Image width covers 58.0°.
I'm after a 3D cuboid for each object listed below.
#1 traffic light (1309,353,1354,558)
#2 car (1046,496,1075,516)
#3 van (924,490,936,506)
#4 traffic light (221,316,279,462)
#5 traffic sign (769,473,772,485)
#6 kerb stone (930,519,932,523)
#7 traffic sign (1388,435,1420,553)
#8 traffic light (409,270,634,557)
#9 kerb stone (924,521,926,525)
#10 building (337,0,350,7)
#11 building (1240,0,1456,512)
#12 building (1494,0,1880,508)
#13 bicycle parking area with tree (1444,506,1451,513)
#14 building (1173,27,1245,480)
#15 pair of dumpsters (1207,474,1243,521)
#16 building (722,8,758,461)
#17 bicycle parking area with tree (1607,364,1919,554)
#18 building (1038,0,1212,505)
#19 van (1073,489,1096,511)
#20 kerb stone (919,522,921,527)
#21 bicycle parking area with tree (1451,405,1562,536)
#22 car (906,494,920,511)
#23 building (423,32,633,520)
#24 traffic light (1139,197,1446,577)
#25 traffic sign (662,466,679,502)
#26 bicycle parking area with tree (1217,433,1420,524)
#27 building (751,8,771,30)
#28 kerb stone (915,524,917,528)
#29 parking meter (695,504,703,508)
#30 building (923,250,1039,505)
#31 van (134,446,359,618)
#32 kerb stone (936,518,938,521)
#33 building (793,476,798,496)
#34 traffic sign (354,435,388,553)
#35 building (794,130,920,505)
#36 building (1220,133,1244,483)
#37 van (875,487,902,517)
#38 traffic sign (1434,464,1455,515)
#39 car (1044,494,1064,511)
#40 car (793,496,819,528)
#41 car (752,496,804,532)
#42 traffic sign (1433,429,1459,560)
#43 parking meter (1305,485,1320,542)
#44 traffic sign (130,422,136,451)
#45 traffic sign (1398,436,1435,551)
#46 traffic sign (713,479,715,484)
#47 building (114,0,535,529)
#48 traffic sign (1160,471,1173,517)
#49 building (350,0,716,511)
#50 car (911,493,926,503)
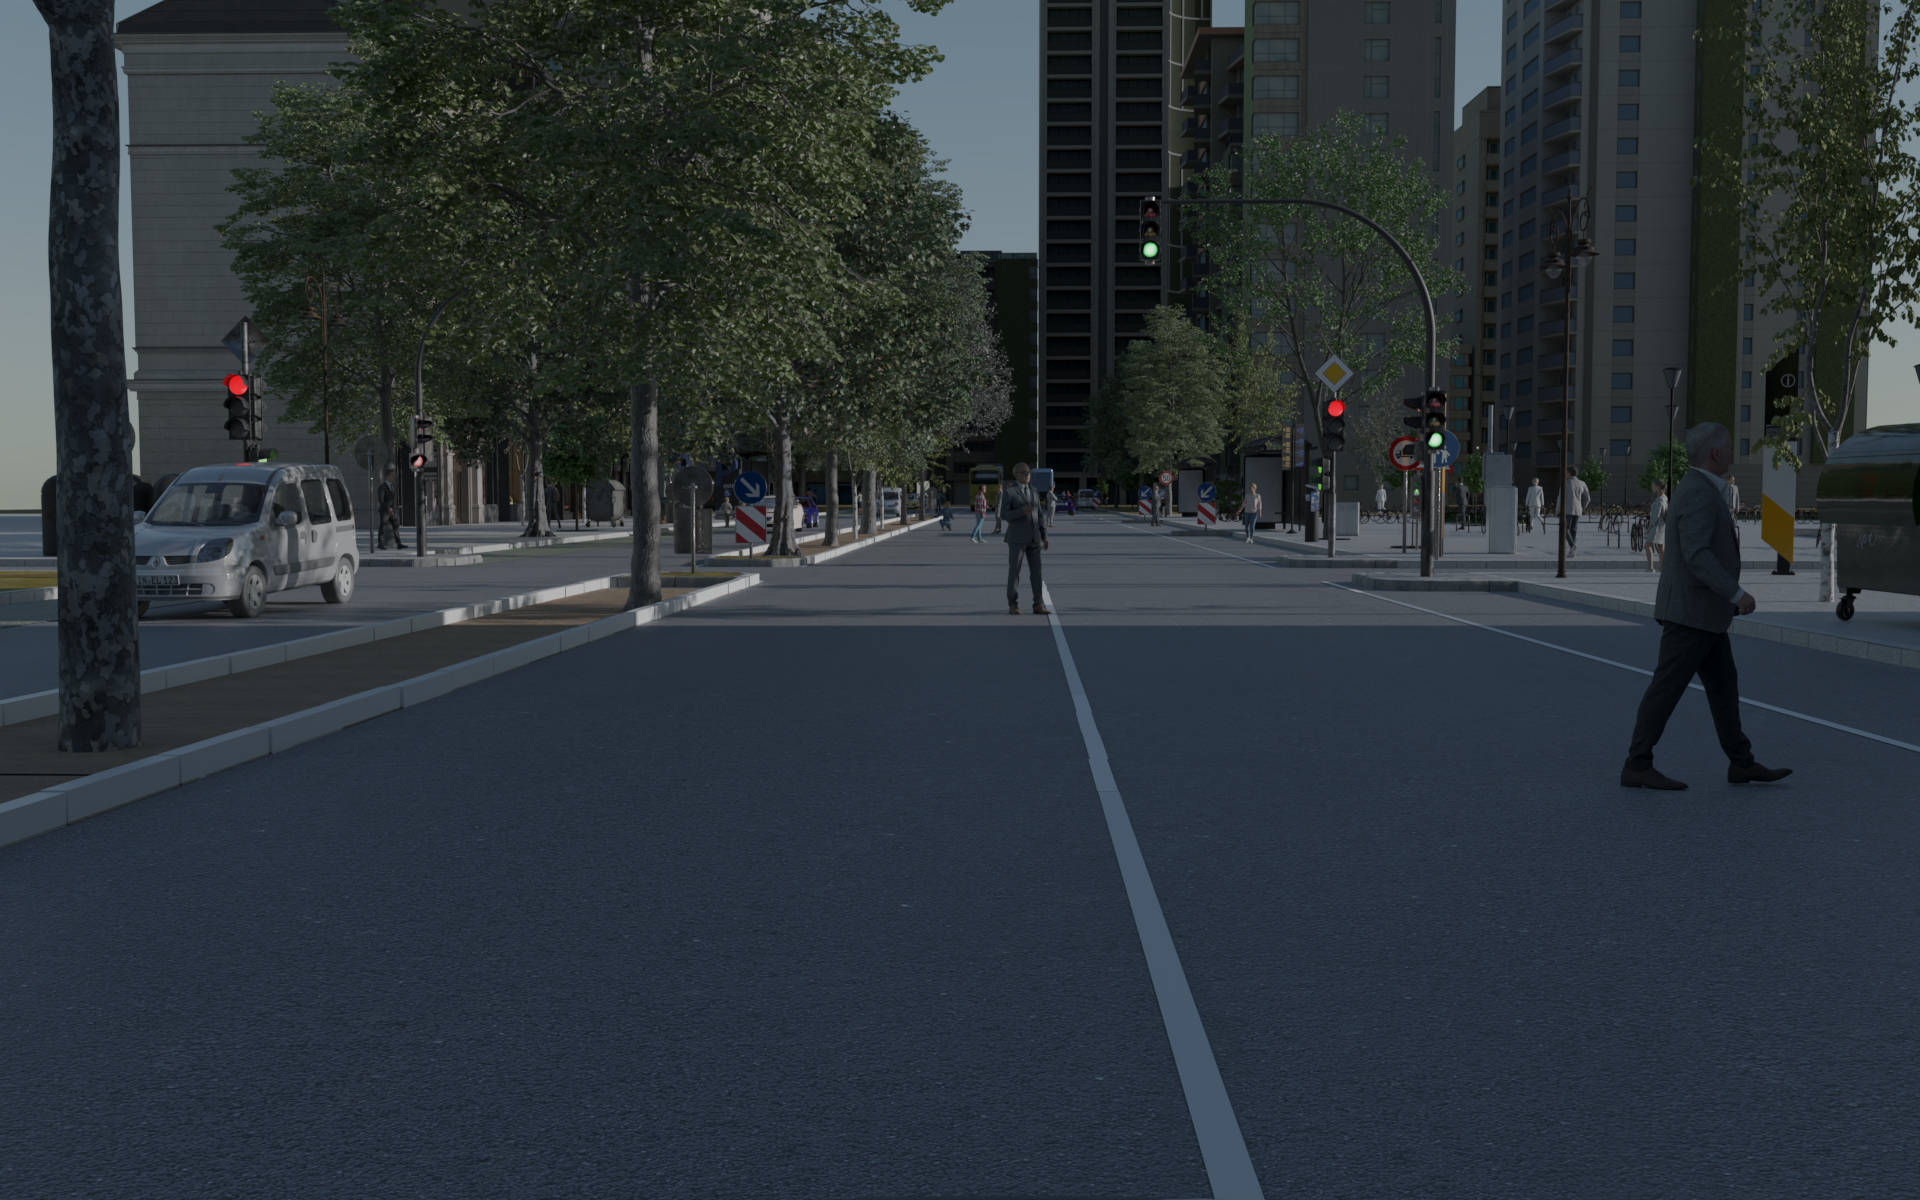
[{"bbox_3d":[7.462,-2.804,34.764,0.839,4.253,0.868,0,4,2],"label":"traffic light"},{"bbox_3d":[6.772,-6.372,116.767,1.945,1.354,3.894,0,3,0],"label":"car"},{"bbox_3d":[-3.136,-10.184,173.518,2.013,2.044,4.112,0,4,2],"label":"van"},{"bbox_3d":[-11.235,-2.349,27.328,0.839,4.253,0.868,0,4,2],"label":"traffic light"},{"bbox_3d":[-11.400,-6.220,101.798,0.768,2.556,0.104,1,4,9],"label":"traffic sign"},{"bbox_3d":[-1.574,-3.804,84.454,0.120,0.150,1.000,0,4,2],"label":"kerb stone"},{"bbox_3d":[9.701,-2.302,37.747,0.768,2.556,0.104,0,4,6],"label":"traffic sign"},{"bbox_3d":[-8.898,-3.707,35.281,4.771,5.953,1.251,0,4,2],"label":"traffic light"},{"bbox_3d":[-1.756,-3.431,78.290,0.120,0.150,1.000,0,4,2],"label":"kerb stone"},{"bbox_3d":[-59.441,-38.358,169.160,28.212,58.520,21.231,0,4,2],"label":"building"},{"bbox_3d":[27.576,-27.129,127.157,14.154,41.232,14.086,0,4,2],"label":"building"},{"bbox_3d":[68.036,-38.041,163.968,28.212,58.520,21.231,0,4,2],"label":"building"},{"bbox_3d":[31.099,-6.490,93.115,9.016,4.147,8.231,0,4,4],"label":"bicycle parking area with tree"},{"bbox_3d":[32.175,-31.059,162.443,22.147,44.769,28.867,0,4,2],"label":"building"},{"bbox_3d":[12.987,-5.051,85.070,1.574,2.255,4.437,0,4,2],"label":"pair of dumpsters"},{"bbox_3d":[-24.262,-27.858,139.079,14.154,41.232,14.086,0,4,2],"label":"building"},{"bbox_3d":[18.590,-3.156,38.605,8.231,4.147,9.016,2,4,26],"label":"bicycle parking area with tree"},{"bbox_3d":[19.840,-47.178,209.609,20.611,71.187,20.563,0,4,2],"label":"building"},{"bbox_3d":[10.787,-8.694,149.154,2.013,2.044,4.112,0,4,2],"label":"van"},{"bbox_3d":[-1.885,-3.179,74.179,0.120,0.150,1.000,0,4,2],"label":"kerb stone"},{"bbox_3d":[20.230,-4.202,55.709,8.231,4.147,9.016,1,4,17],"label":"bicycle parking area with tree"},{"bbox_3d":[-3.796,-7.568,133.958,2.015,1.641,3.980,0,3,0],"label":"car"},{"bbox_3d":[-25.205,-16.021,91.613,12.332,23.373,15.834,0,4,2],"label":"building"},{"bbox_3d":[5.124,-3.183,26.705,4.771,5.953,1.251,0,4,2],"label":"traffic light"},{"bbox_3d":[-12.579,-4.592,75.186,0.768,2.556,0.104,0,4,4],"label":"traffic sign"},{"bbox_3d":[15.908,-5.546,77.675,9.016,4.147,8.231,1,4,13],"label":"bicycle parking area with tree"},{"bbox_3d":[-31.744,-35.141,163.790,27.495,52.752,28.713,0,4,2],"label":"building"},{"bbox_3d":[-1.976,-2.992,71.111,0.120,0.150,1.000,0,4,2],"label":"kerb stone"},{"bbox_3d":[-13.695,-5.042,90.855,0.372,1.533,0.369,0,3,0],"label":"parking meter"},{"bbox_3d":[2.397,-26.707,208.366,14.107,30.474,14.160,0,4,2],"label":"building"},{"bbox_3d":[-8.919,-0.878,21.362,2.013,2.044,4.112,0,4,2],"label":"van"},{"bbox_3d":[-1.386,-4.181,90.605,0.120,0.150,1.000,0,4,2],"label":"kerb stone"},{"bbox_3d":[-33.196,-38.311,215.620,27.495,52.752,28.713,0,4,2],"label":"building"},{"bbox_3d":[-12.764,-2.289,37.531,0.768,2.556,0.104,0,4,8],"label":"traffic sign"},{"bbox_3d":[-12.129,-34.168,208.764,14.200,45.320,14.600,0,4,2],"label":"building"},{"bbox_3d":[28.170,-22.620,141.544,14.160,30.474,14.107,0,4,2],"label":"building"},{"bbox_3d":[-4.430,-6.215,108.630,2.013,2.044,4.112,0,4,3],"label":"van"},{"bbox_3d":[11.654,-2.596,42.453,0.884,2.594,0.081,0,4,7],"label":"traffic sign"},{"bbox_3d":[8.174,-8.251,146.709,2.131,1.459,4.920,0,4,1],"label":"car"},{"bbox_3d":[-7.015,-3.745,73.812,1.945,1.354,3.894,0,4,1],"label":"car"},{"bbox_3d":[-6.954,-3.194,64.586,2.083,1.381,4.827,0,4,3],"label":"car"},{"bbox_3d":[9.310,-2.057,33.743,0.768,2.556,0.104,1,4,10],"label":"traffic sign"},{"bbox_3d":[9.415,-2.318,46.305,0.372,1.533,0.369,0,3,0],"label":"parking meter"},{"bbox_3d":[-13.302,-1.658,27.206,0.768,2.556,0.104,1,4,10],"label":"traffic sign"},{"bbox_3d":[10.331,-2.391,39.101,0.884,2.594,0.081,1,4,9],"label":"traffic sign"},{"bbox_3d":[-12.940,-5.706,93.289,0.884,2.594,0.081,1,4,11],"label":"traffic sign"},{"bbox_3d":[-25.424,-13.007,63.580,10.553,20.767,40.483,0,4,2],"label":"building"},{"bbox_3d":[11.404,-5.847,95.702,0.768,2.556,0.104,0,4,6],"label":"traffic sign"},{"bbox_3d":[-29.422,-30.428,121.195,21.300,48.544,21.600,0,4,2],"label":"building"},{"bbox_3d":[-3.943,-8.715,152.074,1.945,1.707,3.694,0,4,1],"label":"car"}]
